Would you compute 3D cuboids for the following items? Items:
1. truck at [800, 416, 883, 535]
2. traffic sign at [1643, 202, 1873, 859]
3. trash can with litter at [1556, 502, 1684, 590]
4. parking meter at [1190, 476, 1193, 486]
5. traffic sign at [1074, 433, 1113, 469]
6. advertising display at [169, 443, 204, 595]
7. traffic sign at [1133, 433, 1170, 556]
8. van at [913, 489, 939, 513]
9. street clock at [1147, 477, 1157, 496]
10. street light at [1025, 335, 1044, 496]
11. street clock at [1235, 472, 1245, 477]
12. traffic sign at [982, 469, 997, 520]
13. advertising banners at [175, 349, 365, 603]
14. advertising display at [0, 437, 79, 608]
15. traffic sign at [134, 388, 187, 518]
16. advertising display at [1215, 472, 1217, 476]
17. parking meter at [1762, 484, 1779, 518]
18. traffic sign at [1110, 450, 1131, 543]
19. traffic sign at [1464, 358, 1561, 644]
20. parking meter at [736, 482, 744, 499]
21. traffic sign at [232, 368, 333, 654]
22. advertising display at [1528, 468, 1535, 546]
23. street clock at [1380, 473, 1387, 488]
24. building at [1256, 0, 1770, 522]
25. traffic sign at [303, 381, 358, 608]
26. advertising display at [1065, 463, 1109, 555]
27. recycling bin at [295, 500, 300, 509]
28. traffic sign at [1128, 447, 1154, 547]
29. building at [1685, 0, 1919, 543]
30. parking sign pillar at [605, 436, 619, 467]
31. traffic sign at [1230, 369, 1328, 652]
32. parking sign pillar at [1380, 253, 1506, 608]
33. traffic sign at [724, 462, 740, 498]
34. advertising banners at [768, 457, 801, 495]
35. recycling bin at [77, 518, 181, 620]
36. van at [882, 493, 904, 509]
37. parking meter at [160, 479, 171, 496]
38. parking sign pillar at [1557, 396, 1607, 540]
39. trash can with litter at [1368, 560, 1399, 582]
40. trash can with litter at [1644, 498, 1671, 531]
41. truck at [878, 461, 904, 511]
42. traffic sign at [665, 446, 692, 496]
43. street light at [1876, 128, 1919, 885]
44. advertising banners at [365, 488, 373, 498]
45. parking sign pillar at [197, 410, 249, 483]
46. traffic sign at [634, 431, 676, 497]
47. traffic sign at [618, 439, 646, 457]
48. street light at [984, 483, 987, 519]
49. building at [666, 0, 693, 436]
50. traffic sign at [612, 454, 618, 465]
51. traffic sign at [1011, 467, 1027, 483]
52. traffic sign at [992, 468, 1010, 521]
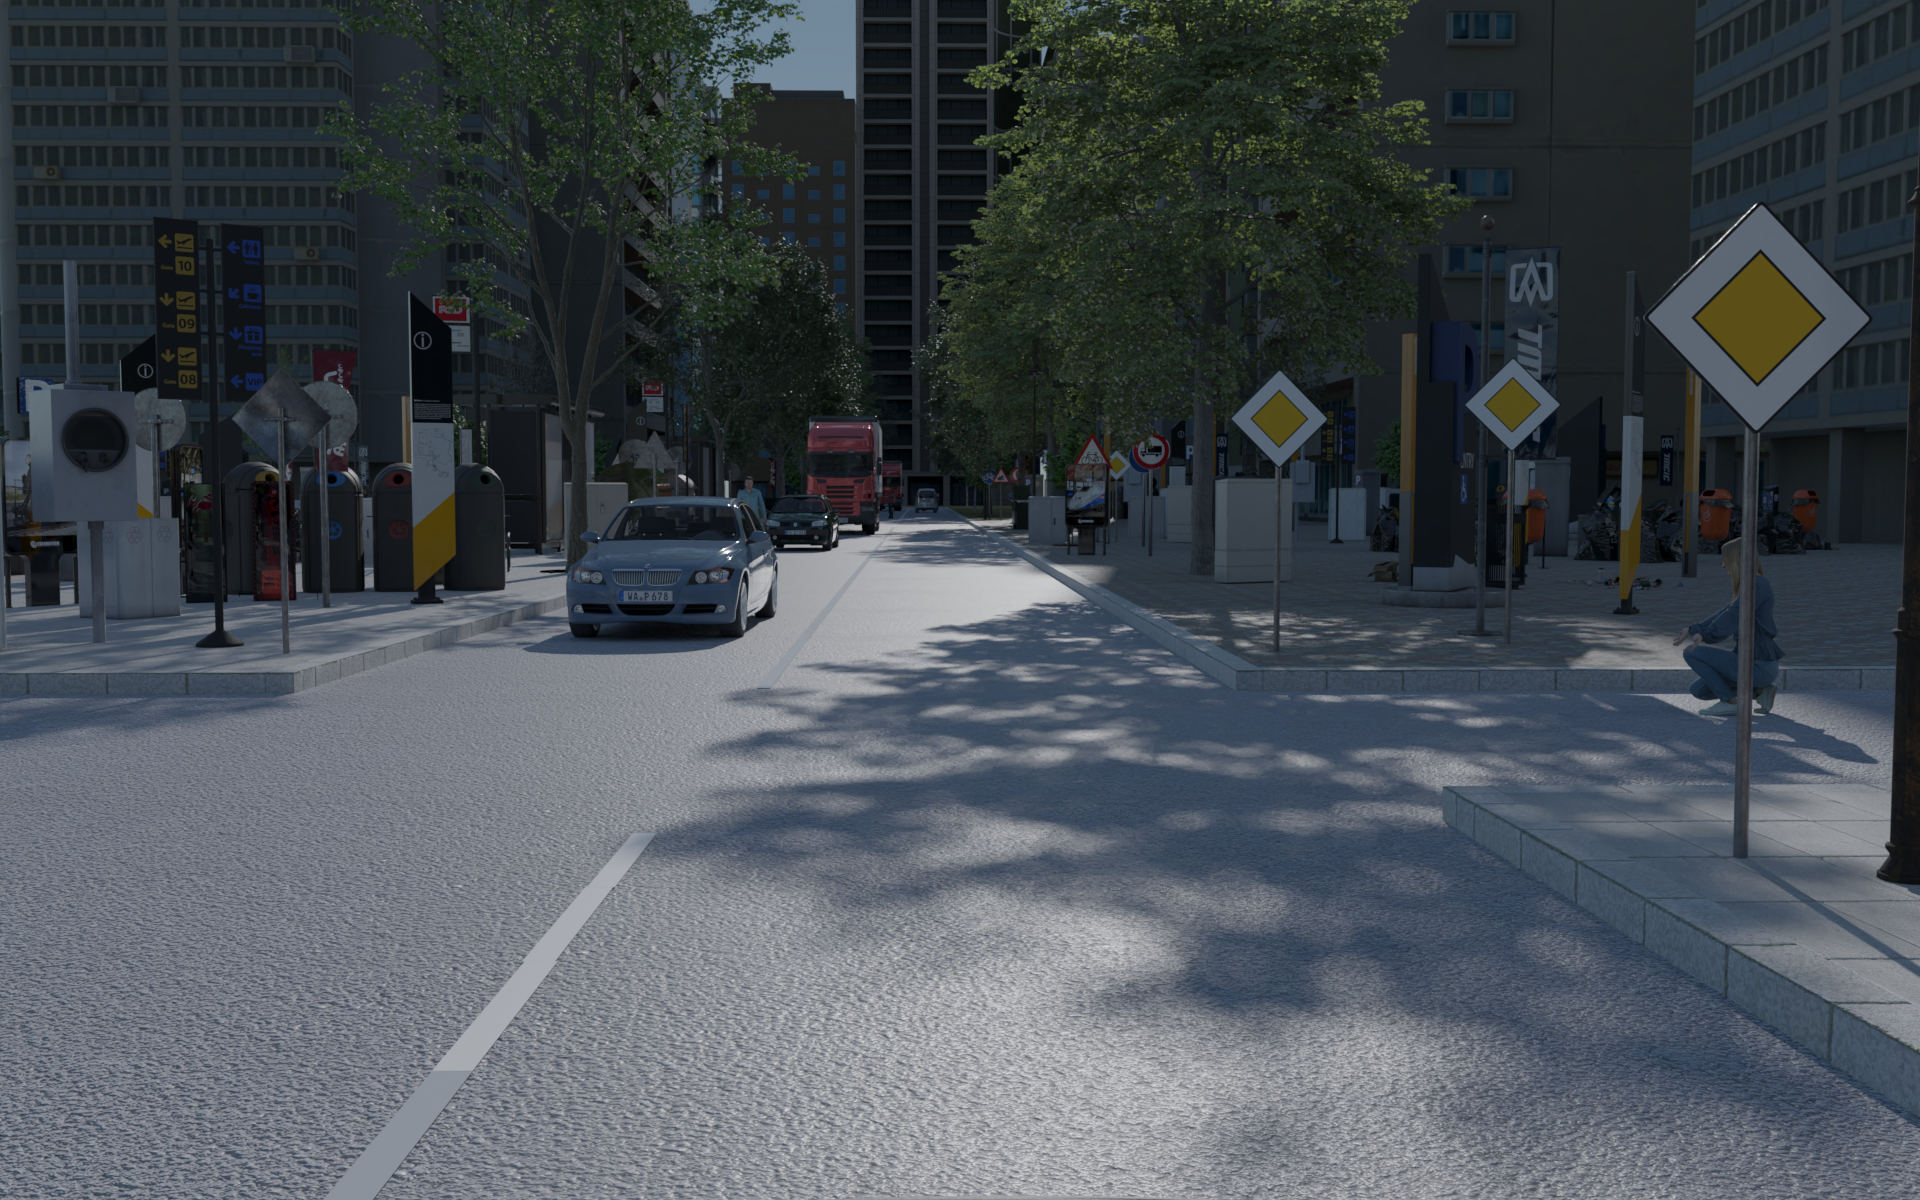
[{"bbox_3d":[-4.235,-4.622,64.477,2.839,4.237,11.283,0,4,-1],"label":"truck"},{"bbox_3d":[2.754,-0.147,6.054,0.795,2.450,0.064,0,4,-1],"label":"traffic sign"},{"bbox_3d":[9.237,-0.805,24.214,1.678,1.210,2.233,1,4,18],"label":"trash can with litter"},{"bbox_3d":[6.605,-2.605,48.303,0.255,1.863,0.399,3,5,45],"label":"parking meter"},{"bbox_3d":[2.823,-2.264,37.026,0.884,2.594,0.081,0,4,4],"label":"traffic sign"},{"bbox_3d":[-9.942,-1.046,22.322,0.123,1.923,0.974,0,4,-7],"label":"advertising display"},{"bbox_3d":[3.931,-2.175,35.675,0.768,2.556,0.104,0,4,1],"label":"traffic sign"},{"bbox_3d":[-2.593,-7.660,132.252,2.013,2.044,4.112,0,4,-2],"label":"van"},{"bbox_3d":[8.027,-4.178,72.872,0.471,2.002,0.358,-1,4,-13],"label":"street clock"},{"bbox_3d":[2.175,-4.759,50.591,0.468,5.910,1.993,0,4,-1],"label":"street light"},{"bbox_3d":[9.193,-3.203,56.946,0.358,2.002,0.471,-1,4,-8],"label":"street clock"},{"bbox_3d":[1.484,-5.315,87.008,0.768,2.556,0.104,0,4,2],"label":"traffic sign"},{"bbox_3d":[-8.245,-1.498,20.679,2.074,3.025,0.090,-2,4,-29],"label":"advertising banners"},{"bbox_3d":[-10.539,-0.895,19.852,0.123,1.923,0.974,2,4,27],"label":"advertising display"},{"bbox_3d":[-9.642,-1.264,20.770,0.768,2.556,0.104,0,4,5],"label":"traffic sign"},{"bbox_3d":[7.190,-2.733,49.896,0.123,1.923,0.974,2,4,27],"label":"advertising display"},{"bbox_3d":[20.870,-2.214,44.615,0.372,1.533,0.369,0,3,0],"label":"parking meter"},{"bbox_3d":[4.111,-2.711,45.509,0.795,2.450,0.064,0,4,6],"label":"traffic sign"},{"bbox_3d":[4.686,-0.830,14.759,0.795,2.450,0.064,0,4,8],"label":"traffic sign"},{"bbox_3d":[-10.573,-4.757,83.483,0.399,1.863,0.255,0,4,0],"label":"parking meter"},{"bbox_3d":[-5.420,-0.626,13.877,0.795,2.450,0.064,0,4,-1],"label":"traffic sign"},{"bbox_3d":[14.511,-2.313,43.038,0.974,1.923,0.123,-1,4,-15],"label":"advertising display"},{"bbox_3d":[14.805,-3.425,60.563,0.358,2.002,0.471,1,4,16],"label":"street clock"},{"bbox_3d":[26.236,-27.802,78.261,21.300,48.544,21.600,0,4,-1],"label":"building"},{"bbox_3d":[-7.163,-1.186,19.505,0.768,2.556,0.104,0,4,1],"label":"traffic sign"},{"bbox_3d":[2.663,-1.907,36.390,0.974,1.923,0.123,2,4,32],"label":"advertising display"},{"bbox_3d":[-27.315,-3.662,72.424,0.722,1.027,0.722,0,4,2],"label":"recycling bin"},{"bbox_3d":[4.478,-2.574,42.189,0.768,2.556,0.104,0,4,2],"label":"traffic sign"},{"bbox_3d":[34.119,-21.452,42.627,23.993,40.220,32.217,0,4,-1],"label":"building"},{"bbox_3d":[-16.109,-5.666,81.104,1.447,3.967,1.447,-3,5,-40],"label":"parking sign pillar"},{"bbox_3d":[2.573,-0.636,14.037,0.795,2.450,0.064,0,4,-1],"label":"traffic sign"},{"bbox_3d":[5.630,-1.929,20.017,1.447,3.967,1.447,2,4,28],"label":"parking sign pillar"},{"bbox_3d":[-9.179,-4.233,69.312,0.768,2.556,0.104,0,4,1],"label":"traffic sign"},{"bbox_3d":[-8.433,-5.324,83.230,0.090,3.025,2.074,3,5,43],"label":"advertising banners"},{"bbox_3d":[-8.678,-0.339,18.091,0.722,1.027,0.722,2,4,29],"label":"recycling bin"},{"bbox_3d":[-6.434,-9.773,164.170,2.240,2.365,5.245,0,4,-1],"label":"van"},{"bbox_3d":[-30.939,-3.777,67.468,0.399,1.863,0.255,-2,4,-32],"label":"parking meter"},{"bbox_3d":[17.353,-3.664,48.372,1.447,3.967,1.447,-3,4,-38],"label":"parking sign pillar"},{"bbox_3d":[6.469,-0.843,25.169,1.055,1.170,0.624,2,4,29],"label":"trash can with litter"},{"bbox_3d":[17.995,-2.069,45.223,1.055,1.170,0.624,-1,4,-11],"label":"trash can with litter"},{"bbox_3d":[-6.184,-9.729,147.984,2.839,4.237,11.283,0,4,-2],"label":"truck"},{"bbox_3d":[-7.547,-2.823,46.254,0.768,2.556,0.104,0,4,1],"label":"traffic sign"},{"bbox_3d":[3.153,-2.006,5.589,0.468,5.910,1.993,0,4,-1],"label":"street light"},{"bbox_3d":[-16.729,-3.188,48.318,2.074,3.025,0.090,0,4,2],"label":"advertising banners"},{"bbox_3d":[-23.370,-4.051,54.709,1.447,3.967,1.447,-2,4,-29],"label":"parking sign pillar"},{"bbox_3d":[-6.301,-2.189,35.786,0.884,2.594,0.081,0,3,0],"label":"traffic sign"},{"bbox_3d":[-7.525,-2.444,40.069,0.768,2.556,0.104,0,4,2],"label":"traffic sign"},{"bbox_3d":[1.292,-7.056,88.147,0.468,5.910,1.993,0,4,-1],"label":"street light"},{"bbox_3d":[-30.163,-30.145,142.988,14.200,45.320,14.600,0,4,-1],"label":"building"},{"bbox_3d":[-9.412,-2.948,48.205,0.884,2.594,0.081,0,4,8],"label":"traffic sign"},{"bbox_3d":[2.731,-4.891,80.067,0.768,2.556,0.104,0,4,7],"label":"traffic sign"},{"bbox_3d":[1.973,-5.076,83.001,0.884,2.594,0.081,0,4,7],"label":"traffic sign"}]
